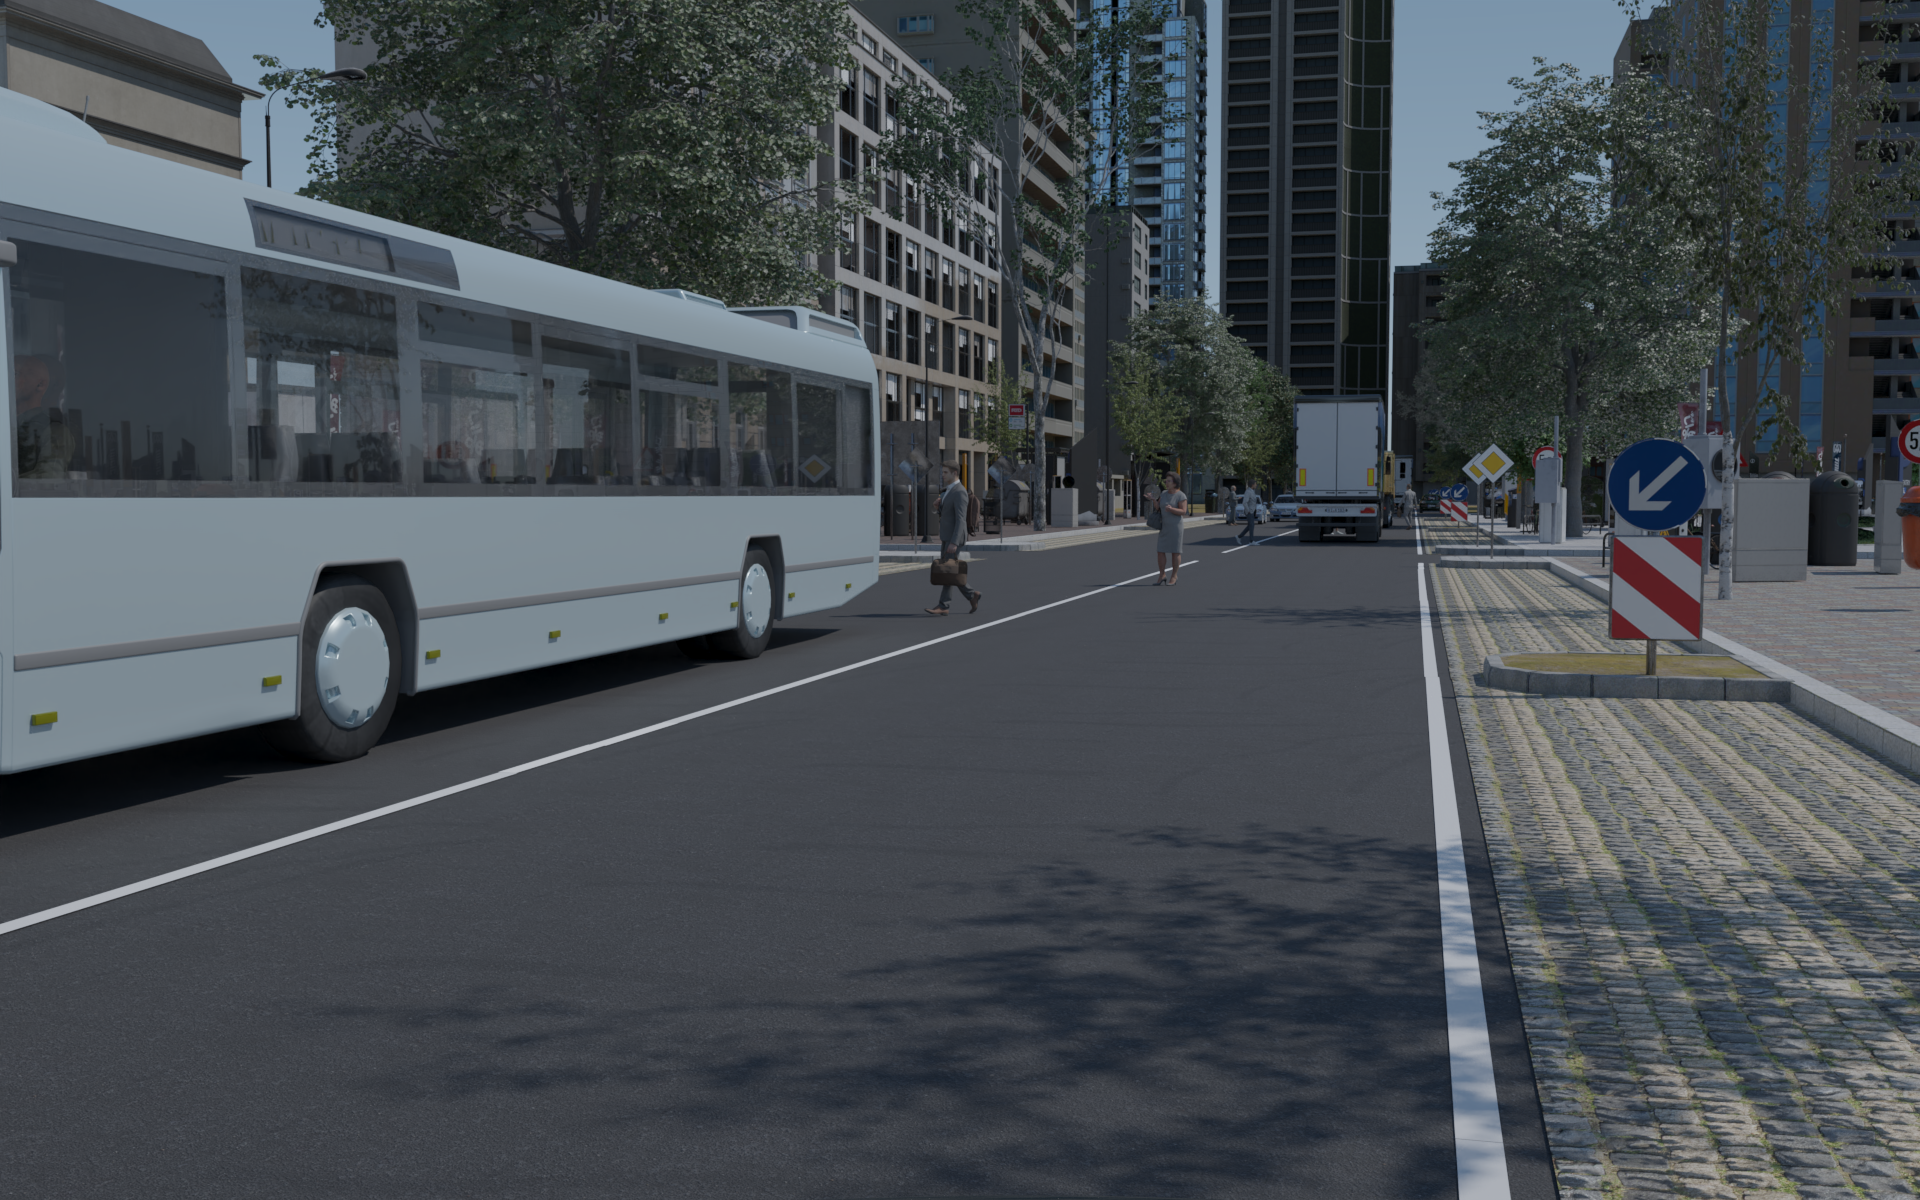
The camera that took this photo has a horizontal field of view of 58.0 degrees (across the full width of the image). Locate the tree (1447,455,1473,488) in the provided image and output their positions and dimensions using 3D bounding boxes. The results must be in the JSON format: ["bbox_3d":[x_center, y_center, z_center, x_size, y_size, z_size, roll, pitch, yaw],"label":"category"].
[{"bbox_3d":[46.068,-12.768,159.123,4.737,8.622,4.395,0,3,0],"label":"tree"}]

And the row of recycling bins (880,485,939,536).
[{"bbox_3d":[-2.355,-2.795,52.811,3.534,1.692,1.069,-1,4,-17],"label":"row of recycling bins"}]

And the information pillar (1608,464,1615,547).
[{"bbox_3d":[15.989,-2.301,42.106,0.304,2.012,0.304,-3,4,-36],"label":"information pillar"}]

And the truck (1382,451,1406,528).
[{"bbox_3d":[17.799,-4.927,76.477,3.469,3.379,9.791,1,4,16],"label":"truck"}]

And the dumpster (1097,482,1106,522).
[{"bbox_3d":[5.943,-4.505,79.415,1.264,1.857,1.865,1,4,14],"label":"dumpster"}]

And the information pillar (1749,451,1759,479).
[{"bbox_3d":[42.630,-6.221,93.068,0.504,3.616,0.183,1,4,11],"label":"information pillar"}]

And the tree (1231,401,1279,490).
[{"bbox_3d":[22.570,-11.294,135.026,4.737,8.622,4.395,0,3,0],"label":"tree"}]

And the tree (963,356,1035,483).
[{"bbox_3d":[2.427,-8.639,91.611,4.737,8.622,4.395,0,3,0],"label":"tree"}]

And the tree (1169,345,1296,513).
[{"bbox_3d":[17.756,-11.764,118.098,9.928,11.665,9.643,0,3,0],"label":"tree"}]

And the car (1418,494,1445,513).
[{"bbox_3d":[35.512,-7.382,130.489,2.009,1.686,4.222,1,4,15],"label":"car"}]

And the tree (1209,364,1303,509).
[{"bbox_3d":[26.440,-14.274,150.387,9.611,12.733,9.660,0,3,0],"label":"tree"}]

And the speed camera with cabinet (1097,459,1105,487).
[{"bbox_3d":[7.221,-6.375,98.567,2.038,3.252,0.660,2,4,30],"label":"speed camera with cabinet"}]

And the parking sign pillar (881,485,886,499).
[{"bbox_3d":[-3.051,-5.391,76.608,1.447,3.967,1.447,2,4,35],"label":"parking sign pillar"}]

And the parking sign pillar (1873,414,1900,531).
[{"bbox_3d":[31.995,-4.317,59.057,1.447,3.967,1.447,-3,5,-42],"label":"parking sign pillar"}]

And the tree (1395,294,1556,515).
[{"bbox_3d":[31.523,-11.879,104.597,12.009,13.543,11.850,0,3,0],"label":"tree"}]

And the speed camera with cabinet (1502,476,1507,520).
[{"bbox_3d":[27.393,-5.488,84.067,2.038,3.252,0.660,1,4,10],"label":"speed camera with cabinet"}]

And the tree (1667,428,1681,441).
[{"bbox_3d":[34.917,-6.208,85.212,4.285,4.588,4.351,0,3,0],"label":"tree"}]

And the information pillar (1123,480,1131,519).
[{"bbox_3d":[8.737,-5.256,90.425,0.304,2.012,0.304,-3,4,-36],"label":"information pillar"}]

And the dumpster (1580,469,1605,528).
[{"bbox_3d":[24.245,-3.949,67.066,1.502,2.255,1.985,1,4,15],"label":"dumpster"}]

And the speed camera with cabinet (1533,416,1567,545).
[{"bbox_3d":[15.226,-3.077,44.638,0.660,3.252,2.038,2,4,25],"label":"speed camera with cabinet"}]

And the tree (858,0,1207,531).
[{"bbox_3d":[1.350,-12.433,59.168,12.611,20.169,13.585,0,3,0],"label":"tree"}]

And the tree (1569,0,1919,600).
[{"bbox_3d":[9.496,-4.300,20.667,4.360,8.622,3.978,0,3,0],"label":"tree"}]

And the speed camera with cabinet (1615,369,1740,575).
[{"bbox_3d":[11.191,-1.997,26.985,2.038,3.252,0.660,-2,4,-24],"label":"speed camera with cabinet"}]

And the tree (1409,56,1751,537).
[{"bbox_3d":[18.391,-8.848,51.328,9.857,13.997,8.962,0,3,0],"label":"tree"}]

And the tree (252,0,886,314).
[{"bbox_3d":[-6.088,-7.455,28.547,9.857,13.997,8.962,0,3,0],"label":"tree"}]

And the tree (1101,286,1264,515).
[{"bbox_3d":[13.595,-12.171,105.649,9.857,13.997,8.962,0,3,0],"label":"tree"}]

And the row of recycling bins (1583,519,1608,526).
[{"bbox_3d":[25.516,-3.928,71.341,1.069,1.692,3.534,-3,4,-36],"label":"row of recycling bins"}]

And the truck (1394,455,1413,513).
[{"bbox_3d":[32.993,-8.719,131.463,2.839,4.237,11.283,1,4,14],"label":"truck"}]

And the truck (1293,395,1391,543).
[{"bbox_3d":[12.076,-4.015,54.553,2.839,4.237,11.283,1,4,14],"label":"truck"}]

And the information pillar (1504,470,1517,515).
[{"bbox_3d":[21.315,-4.623,66.947,0.504,3.616,0.183,-1,4,-12],"label":"information pillar"}]

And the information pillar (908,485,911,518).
[{"bbox_3d":[-2.426,-5.595,82.826,0.183,3.616,0.504,0,4,5],"label":"information pillar"}]

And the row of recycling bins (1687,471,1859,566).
[{"bbox_3d":[14.390,-1.498,31.599,3.534,1.692,1.069,1,4,20],"label":"row of recycling bins"}]

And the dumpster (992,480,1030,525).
[{"bbox_3d":[2.090,-4.018,71.450,1.264,1.857,1.865,1,4,15],"label":"dumpster"}]

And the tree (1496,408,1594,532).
[{"bbox_3d":[19.723,-4.584,58.667,4.285,4.588,4.351,0,3,0],"label":"tree"}]

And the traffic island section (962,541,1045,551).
[{"bbox_3d":[1.052,-1.388,44.971,2.009,0.180,2.903,1,4,15],"label":"traffic island section"}]

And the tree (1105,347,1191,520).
[{"bbox_3d":[9.009,-8.291,85.927,4.737,8.622,4.395,0,3,0],"label":"tree"}]

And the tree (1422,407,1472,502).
[{"bbox_3d":[51.172,-15.882,177.789,7.486,12.596,7.792,0,3,0],"label":"tree"}]

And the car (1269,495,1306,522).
[{"bbox_3d":[17.213,-4.796,90.412,2.014,1.417,4.499,1,4,16],"label":"car"}]

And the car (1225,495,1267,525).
[{"bbox_3d":[13.757,-4.349,83.111,2.014,1.417,4.499,1,4,13],"label":"car"}]

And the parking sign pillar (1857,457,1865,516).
[{"bbox_3d":[47.985,-6.324,91.866,1.447,3.967,1.447,3,5,42],"label":"parking sign pillar"}]

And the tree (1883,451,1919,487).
[{"bbox_3d":[43.557,-5.762,77.919,4.285,4.588,4.351,0,3,0],"label":"tree"}]

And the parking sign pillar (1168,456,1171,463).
[{"bbox_3d":[13.491,-7.643,113.440,1.447,3.967,1.447,1,4,19],"label":"parking sign pillar"}]

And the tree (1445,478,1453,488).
[{"bbox_3d":[52.806,-11.678,185.542,1.663,3.219,1.824,0,3,0],"label":"tree"}]

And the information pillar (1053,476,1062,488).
[{"bbox_3d":[3.854,-3.931,68.760,0.304,2.012,0.304,0,4,-8],"label":"information pillar"}]

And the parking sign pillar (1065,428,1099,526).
[{"bbox_3d":[4.909,-4.997,70.174,1.447,3.967,1.447,-2,4,-33],"label":"parking sign pillar"}]
